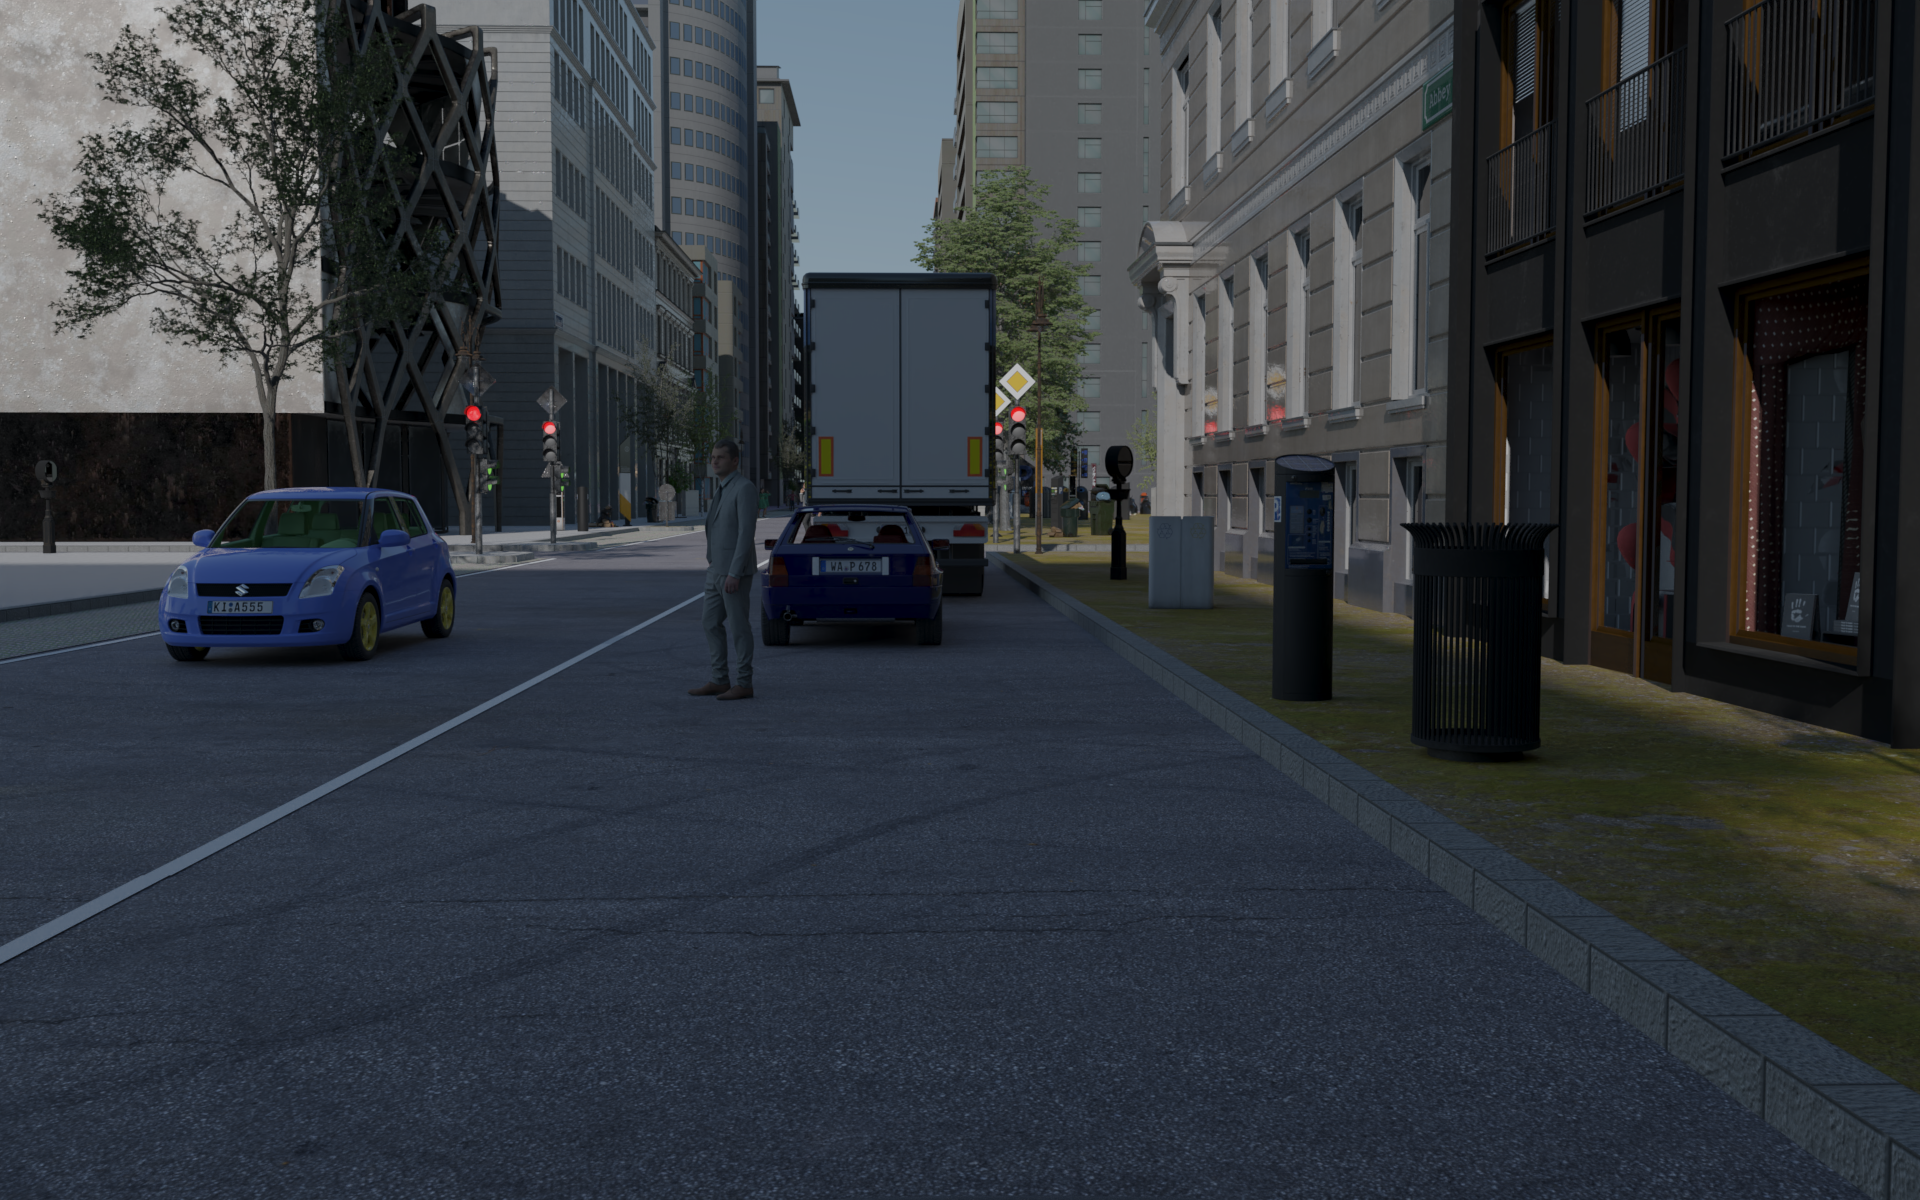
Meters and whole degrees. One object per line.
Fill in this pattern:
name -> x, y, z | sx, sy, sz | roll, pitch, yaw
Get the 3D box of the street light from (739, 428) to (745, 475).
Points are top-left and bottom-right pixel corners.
street light -> -15.305, -9.096, 121.503 | 0.468, 5.910, 1.993 | 0, 4, -2

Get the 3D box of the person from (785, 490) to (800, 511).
person -> -13.763, -8.138, 142.281 | 1.217, 1.743, 0.721 | 0, 4, -4

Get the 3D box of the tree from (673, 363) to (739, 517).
tree -> -14.592, -9.026, 97.935 | 4.737, 8.622, 4.395 | 0, 3, 0

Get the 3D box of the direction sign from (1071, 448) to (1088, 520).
direction sign -> 5.892, -5.729, 85.664 | 0.876, 3.537, 0.379 | 1, 4, 19

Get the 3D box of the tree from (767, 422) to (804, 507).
tree -> -17.597, -13.825, 176.404 | 4.360, 8.622, 3.978 | 0, 3, 0

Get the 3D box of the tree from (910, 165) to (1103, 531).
tree -> 1.335, -8.689, 60.200 | 7.486, 12.596, 7.792 | 0, 3, 0

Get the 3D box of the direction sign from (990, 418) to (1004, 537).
direction sign -> 1.089, -3.663, 51.888 | 0.379, 3.537, 0.876 | -2, 4, -26

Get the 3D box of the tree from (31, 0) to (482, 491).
tree -> -12.182, -5.831, 29.754 | 8.767, 10.594, 7.601 | 1, 4, 17

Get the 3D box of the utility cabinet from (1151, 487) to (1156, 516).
utility cabinet -> 6.449, -2.785, 54.216 | 0.318, 1.500, 1.173 | -2, 4, -32

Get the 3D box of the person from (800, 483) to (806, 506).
person -> -4.717, -2.732, 53.349 | 0.473, 1.802, 0.592 | 0, 4, -1

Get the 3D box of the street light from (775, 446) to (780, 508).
street light -> -16.749, -11.418, 159.464 | 0.468, 5.910, 1.993 | 0, 4, -2

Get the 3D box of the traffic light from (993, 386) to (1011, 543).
traffic light -> 0.920, -3.445, 45.254 | 0.839, 4.253, 0.868 | 0, 4, -2

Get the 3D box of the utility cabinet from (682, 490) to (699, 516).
utility cabinet -> -15.630, -5.605, 100.318 | 0.318, 1.500, 1.173 | 2, 4, 31

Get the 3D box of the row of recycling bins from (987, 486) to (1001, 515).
row of recycling bins -> 1.815, -4.776, 85.205 | 1.069, 1.692, 3.534 | 0, 4, 1

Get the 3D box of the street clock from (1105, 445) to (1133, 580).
street clock -> 2.376, -1.304, 25.897 | 0.358, 2.002, 0.471 | 2, 4, 35

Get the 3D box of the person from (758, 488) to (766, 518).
person -> -11.805, -5.774, 103.151 | 0.529, 1.795, 0.600 | 1, 4, 14

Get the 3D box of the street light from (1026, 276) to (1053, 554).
street light -> 1.689, -3.923, 36.927 | 0.468, 5.910, 1.993 | 0, 4, -2

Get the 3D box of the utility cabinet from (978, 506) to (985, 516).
utility cabinet -> 0.842, -5.551, 99.443 | 1.173, 1.500, 0.318 | -2, 4, -31

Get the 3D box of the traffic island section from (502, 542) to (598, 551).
traffic island section -> -10.574, -1.387, 44.957 | 2.009, 0.180, 2.903 | 0, 4, -2

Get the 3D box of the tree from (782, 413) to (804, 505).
tree -> -18.419, -16.083, 197.362 | 8.767, 10.594, 7.601 | 0, 4, -3

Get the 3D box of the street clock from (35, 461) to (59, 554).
street clock -> -19.693, -2.008, 37.405 | 0.358, 2.002, 0.471 | 0, 4, 8

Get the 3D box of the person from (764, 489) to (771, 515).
person -> -13.320, -6.722, 118.650 | 0.600, 1.795, 0.529 | 2, 4, 25

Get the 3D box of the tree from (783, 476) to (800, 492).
tree -> -18.051, -11.579, 183.915 | 1.663, 3.219, 1.824 | 0, 3, 0

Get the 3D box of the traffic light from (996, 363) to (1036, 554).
traffic light -> 1.209, -2.957, 37.274 | 0.839, 4.253, 0.868 | 0, 4, -2

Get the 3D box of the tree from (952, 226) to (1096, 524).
tree -> 1.344, -9.601, 73.987 | 9.611, 12.733, 9.660 | 0, 3, 0

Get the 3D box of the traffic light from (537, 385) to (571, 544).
traffic light -> -10.534, -3.419, 44.824 | 0.839, 4.253, 0.868 | 0, 4, -2

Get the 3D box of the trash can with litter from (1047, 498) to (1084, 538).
trash can with litter -> 3.113, -2.440, 51.276 | 1.055, 1.170, 0.624 | -3, 4, -39

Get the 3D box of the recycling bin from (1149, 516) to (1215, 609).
recycling bin -> 2.511, -0.433, 19.626 | 0.722, 1.027, 0.722 | 0, 4, 8

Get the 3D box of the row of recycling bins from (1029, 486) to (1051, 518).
row of recycling bins -> 4.418, -5.270, 93.279 | 1.069, 1.692, 3.534 | 1, 4, 12

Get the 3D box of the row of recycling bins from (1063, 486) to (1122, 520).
row of recycling bins -> 6.448, -4.868, 86.703 | 3.534, 1.692, 1.069 | 0, 4, 1

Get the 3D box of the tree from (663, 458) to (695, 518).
tree -> -15.054, -6.019, 93.012 | 1.663, 3.219, 1.824 | 0, 3, 0

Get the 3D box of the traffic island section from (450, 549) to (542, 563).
traffic island section -> -10.285, -0.899, 36.977 | 2.009, 0.180, 2.903 | 0, 4, -2

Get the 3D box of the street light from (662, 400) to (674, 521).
street light -> -13.965, -6.719, 82.637 | 0.468, 5.910, 1.993 | 0, 4, -2

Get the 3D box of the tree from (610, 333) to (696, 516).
tree -> -13.819, -7.862, 78.899 | 4.360, 8.622, 3.978 | 0, 3, 0

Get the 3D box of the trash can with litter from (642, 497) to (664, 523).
trash can with litter -> -13.744, -4.055, 77.691 | 0.624, 1.170, 1.055 | 1, 4, 19

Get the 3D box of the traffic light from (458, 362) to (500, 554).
traffic light -> -10.244, -2.931, 36.844 | 0.839, 4.253, 0.868 | 0, 4, -2

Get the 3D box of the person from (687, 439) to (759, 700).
person -> -1.610, -0.217, 12.146 | 0.391, 1.810, 0.635 | -2, 4, -35

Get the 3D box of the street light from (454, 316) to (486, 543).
street light -> -12.676, -4.416, 44.991 | 0.468, 5.910, 1.993 | 0, 4, -2

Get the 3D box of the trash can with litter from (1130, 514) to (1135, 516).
trash can with litter -> 9.151, -5.511, 101.158 | 2.233, 1.210, 1.678 | 0, 4, 1
